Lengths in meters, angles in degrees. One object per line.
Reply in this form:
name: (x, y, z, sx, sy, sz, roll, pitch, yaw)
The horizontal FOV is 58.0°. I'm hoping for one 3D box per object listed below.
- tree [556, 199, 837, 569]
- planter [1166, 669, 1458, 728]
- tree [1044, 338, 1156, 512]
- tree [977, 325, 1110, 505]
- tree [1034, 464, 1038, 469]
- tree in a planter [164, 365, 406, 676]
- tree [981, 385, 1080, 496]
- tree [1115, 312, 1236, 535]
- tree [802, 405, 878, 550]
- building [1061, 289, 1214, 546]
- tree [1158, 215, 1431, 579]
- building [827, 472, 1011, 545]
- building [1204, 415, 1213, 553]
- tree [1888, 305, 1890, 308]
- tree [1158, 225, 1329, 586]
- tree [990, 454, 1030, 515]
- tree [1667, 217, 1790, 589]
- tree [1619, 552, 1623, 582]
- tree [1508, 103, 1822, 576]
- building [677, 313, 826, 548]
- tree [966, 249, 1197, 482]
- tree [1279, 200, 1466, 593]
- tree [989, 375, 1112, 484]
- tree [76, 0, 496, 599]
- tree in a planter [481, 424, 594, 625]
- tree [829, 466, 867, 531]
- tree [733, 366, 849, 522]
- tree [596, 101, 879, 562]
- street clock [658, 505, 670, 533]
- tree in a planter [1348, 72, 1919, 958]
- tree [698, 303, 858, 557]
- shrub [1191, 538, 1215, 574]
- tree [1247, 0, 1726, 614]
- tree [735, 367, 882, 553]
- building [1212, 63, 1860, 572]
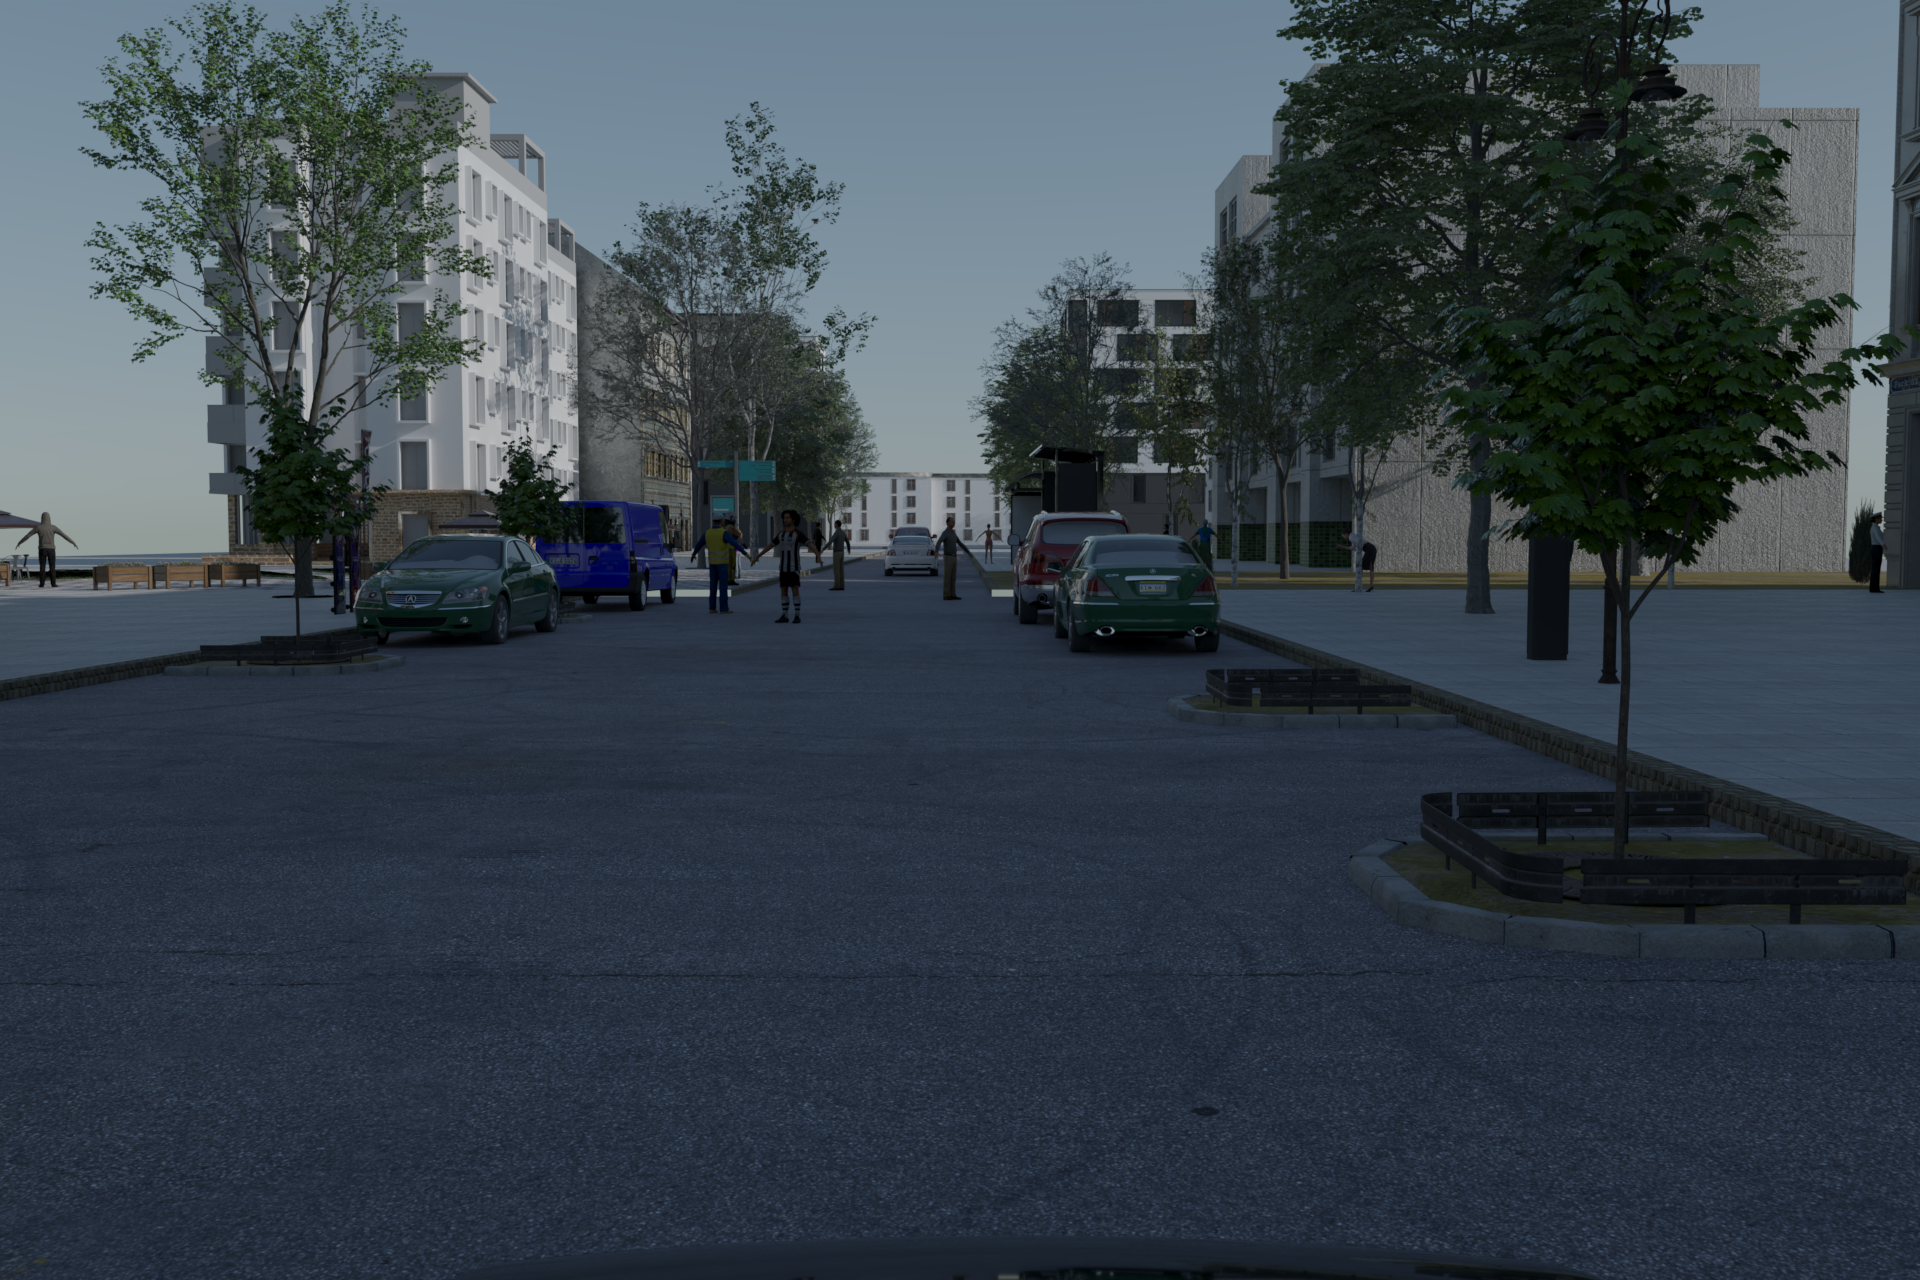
tree: (-9.603, -9.374, 63.642, 12.009, 13.543, 11.850, 0, 3, 0)
planter: (2.679, 0.450, 13.778, 1.991, 0.319, 1.994, 0, 4, 0)
tree: (4.919, -7.066, 65.894, 4.360, 8.622, 3.978, 0, 3, 0)
tree: (4.504, -10.789, 94.521, 7.486, 12.596, 7.792, 0, 3, 0)
tree: (5.532, -11.483, 138.107, 4.737, 8.622, 4.395, 0, 3, 0)
tree in a planter: (-7.070, -1.295, 18.403, 1.991, 3.239, 1.994, 0, 4, 0)
tree: (5.294, -11.682, 116.749, 9.928, 11.665, 9.643, 0, 3, 0)
tree: (7.368, -6.599, 58.264, 4.737, 8.622, 4.395, 0, 3, 0)
tree: (-10.235, -12.892, 136.540, 9.928, 11.665, 9.643, 0, 3, 0)
building: (23.087, -19.388, 160.965, 27.936, 21.610, 32.646, 0, 4, 0)
tree: (9.441, -7.033, 49.405, 8.767, 10.594, 7.601, 2, 4, 27)
building: (-3.935, -17.794, 235.529, 28.070, 9.664, 9.099, 0, 4, -2)
building: (21.509, -10.096, 107.218, 9.099, 9.664, 28.070, 0, 4, 0)
tree: (26.283, -5.797, 45.137, 4.737, 8.622, 4.395, 0, 3, 0)
tree: (6.498, -5.621, 42.258, 4.360, 8.622, 3.978, 0, 3, 0)
tree: (4.754, -11.860, 144.269, 4.737, 8.622, 4.395, 0, 3, 0)
tree: (16.662, -5.523, 40.668, 4.360, 8.622, 3.978, 0, 3, 0)
tree: (17.675, -5.821, 45.539, 4.737, 8.622, 4.395, 0, 3, 0)
tree: (20.857, -8.954, 53.056, 9.857, 13.997, 8.962, 0, 3, 0)
building: (-28.623, -20.333, 176.415, 27.936, 21.610, 32.646, 0, 4, -1)
tree: (5.361, -10.076, 75.105, 12.009, 13.543, 11.850, 0, 3, 0)
tree: (8.521, -5.347, 37.781, 4.360, 8.622, 3.978, 0, 3, 0)
tree: (5.621, -11.060, 106.581, 9.928, 11.665, 9.643, 0, 3, 0)
tree: (-13.210, -6.644, 34.389, 9.928, 11.665, 9.643, 0, 3, 0)
tree in a planter: (-7.069, -1.894, 28.193, 1.991, 3.239, 1.994, 0, 4, 1)
tree: (-10.697, -11.962, 145.948, 4.360, 8.622, 3.978, 0, 3, 0)
tree: (-10.833, -11.489, 105.979, 7.486, 12.596, 7.792, 0, 3, 0)
tree: (-10.139, -13.622, 78.615, 12.611, 20.169, 13.585, 0, 3, 0)
street clock: (-7.367, -2.353, 43.045, 0.358, 2.002, 0.471, 0, 4, 1)
tree in a planter: (2.610, -0.583, 6.749, 1.991, 3.239, 1.994, 0, 4, 1)
tree: (-9.994, -11.545, 95.421, 9.857, 13.997, 8.962, 0, 3, 0)
shrub: (5.972, -1.998, 43.781, 1.383, 1.207, 1.383, 0, 3, 0)
tree: (8.085, -6.683, 27.402, 7.486, 12.596, 7.792, 0, 3, 0)
tree: (-10.288, -12.634, 116.934, 12.009, 13.543, 11.850, 0, 3, 0)
building: (21.603, -12.691, 73.955, 16.747, 18.905, 31.486, 0, 4, 0)
